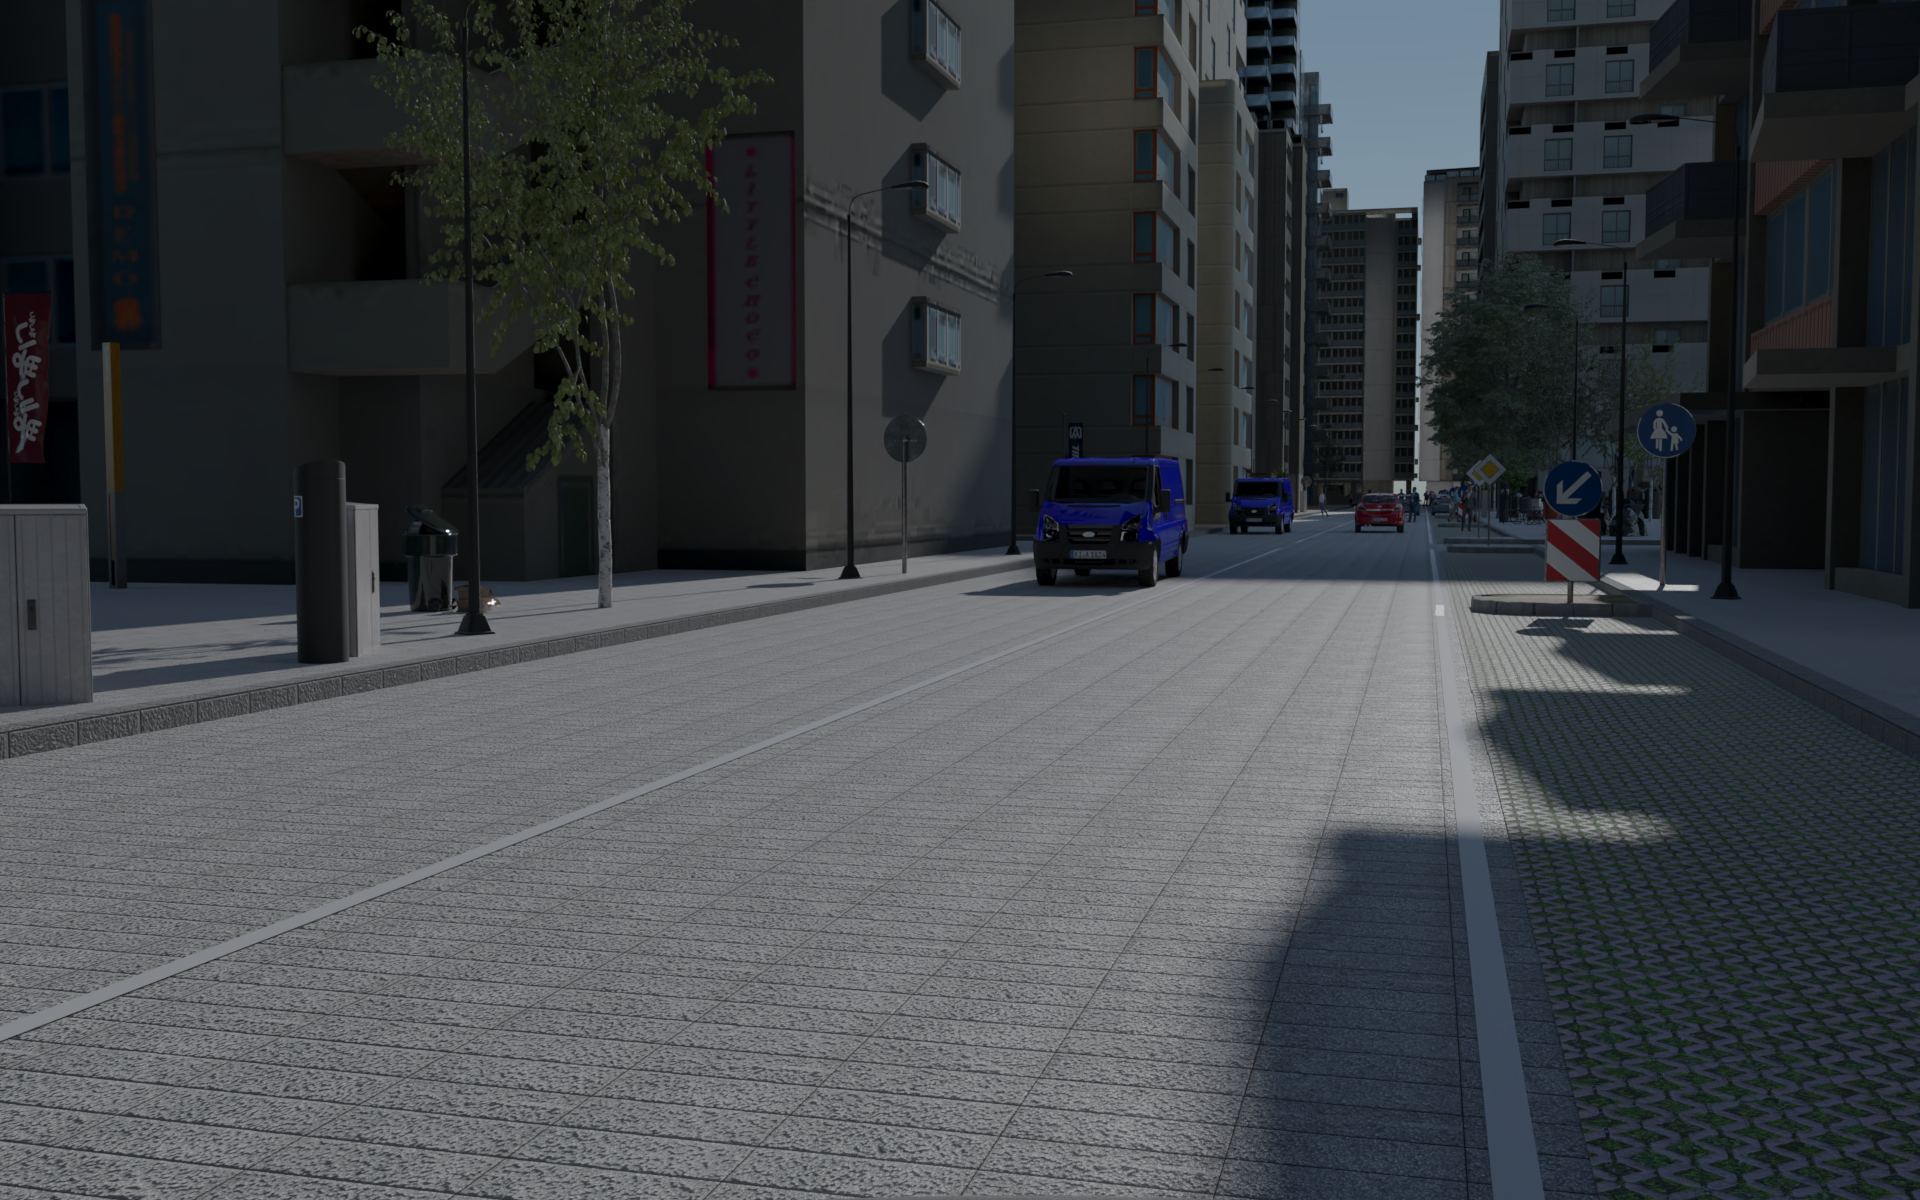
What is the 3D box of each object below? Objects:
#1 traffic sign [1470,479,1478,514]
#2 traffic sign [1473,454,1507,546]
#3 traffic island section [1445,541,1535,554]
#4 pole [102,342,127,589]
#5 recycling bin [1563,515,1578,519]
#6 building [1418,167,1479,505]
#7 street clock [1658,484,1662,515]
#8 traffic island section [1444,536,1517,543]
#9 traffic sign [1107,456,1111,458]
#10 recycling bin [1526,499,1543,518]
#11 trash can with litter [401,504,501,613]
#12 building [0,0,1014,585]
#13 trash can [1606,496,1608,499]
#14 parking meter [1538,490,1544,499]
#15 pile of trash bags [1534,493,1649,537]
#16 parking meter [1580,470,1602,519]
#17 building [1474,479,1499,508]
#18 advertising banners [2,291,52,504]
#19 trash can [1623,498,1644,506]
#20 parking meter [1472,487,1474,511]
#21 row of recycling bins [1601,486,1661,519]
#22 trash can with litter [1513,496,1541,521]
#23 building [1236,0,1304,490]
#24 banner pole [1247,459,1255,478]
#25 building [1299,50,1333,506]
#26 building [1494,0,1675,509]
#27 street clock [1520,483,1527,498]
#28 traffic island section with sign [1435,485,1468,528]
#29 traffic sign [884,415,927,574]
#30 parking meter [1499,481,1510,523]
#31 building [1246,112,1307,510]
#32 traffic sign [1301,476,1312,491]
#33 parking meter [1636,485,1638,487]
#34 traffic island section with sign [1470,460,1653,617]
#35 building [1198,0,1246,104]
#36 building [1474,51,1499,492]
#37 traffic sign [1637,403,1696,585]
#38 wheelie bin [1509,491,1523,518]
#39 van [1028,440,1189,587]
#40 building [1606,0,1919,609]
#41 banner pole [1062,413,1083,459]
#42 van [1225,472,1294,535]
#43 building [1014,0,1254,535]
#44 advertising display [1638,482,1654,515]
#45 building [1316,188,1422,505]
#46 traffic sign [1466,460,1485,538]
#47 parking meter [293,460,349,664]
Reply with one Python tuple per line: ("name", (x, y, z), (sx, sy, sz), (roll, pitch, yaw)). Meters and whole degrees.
("traffic sign", (33.594, -6.885, 112.679), (0.768, 2.556, 0.104), (1, 4, 19))
("traffic sign", (13.101, -2.399, 42.874), (0.795, 2.450, 0.064), (1, 4, 15))
("traffic island section", (13.126, -1.264, 42.945), (2.009, 0.180, 2.903), (1, 4, 15))
("pole", (-11.434, -1.809, 23.426), (0.158, 3.312, 0.155), (0, 3, 0))
("recycling bin", (23.650, -3.304, 66.566), (0.722, 1.027, 0.722), (0, 4, -1))
("building", (63.018, -32.191, 209.922), (14.086, 41.232, 14.154), (1, 4, 15))
("street clock", (43.422, -6.272, 107.109), (0.471, 2.002, 0.358), (1, 4, 11))
("traffic island section", (15.194, -1.736, 50.658), (2.009, 0.180, 2.903), (1, 4, 15))
("traffic sign", (3.886, -2.551, 45.356), (0.795, 2.450, 0.064), (1, 4, 15))
("recycling bin", (30.876, -4.925, 93.081), (0.722, 1.027, 0.722), (3, 4, 37))
("trash can with litter", (-5.568, -0.466, 18.999), (1.055, 1.170, 0.624), (1, 4, 10))
("building", (-11.572, -25.105, 34.171), (21.600, 48.544, 21.300), (1, 4, 15))
("trash can", (40.258, -5.839, 107.115), (0.748, 1.137, 0.748), (0, 3, 0))
("parking meter", (36.696, -6.177, 109.403), (0.372, 1.533, 0.369), (0, 3, 0))
("pile of trash bags", (19.546, -2.680, 53.576), (1.912, 1.369, 3.447), (-3, 5, -40))
("parking meter", (13.782, -1.964, 37.825), (0.399, 1.863, 0.255), (-1, 4, -9))
("building", (58.824, -44.090, 159.131), (20.563, 71.187, 20.611), (1, 4, 15))
("advertising banners", (-8.804, -1.167, 15.274), (2.074, 3.025, 0.090), (1, 4, 17))
("trash can", (22.653, -2.860, 58.410), (0.748, 1.137, 0.748), (0, 3, 0))
("parking meter", (35.656, -7.045, 120.901), (0.399, 1.863, 0.255), (-1, 4, -14))
("row of recycling bins", (34.727, -5.101, 90.506), (3.534, 1.692, 1.069), (2, 4, 25))
("trash can with litter", (27.862, -4.460, 83.981), (2.233, 1.210, 1.678), (0, 4, 6))
("building", (20.606, -51.634, 156.889), (22.319, 86.520, 31.000), (1, 4, 15))
("banner pole", (20.806, -8.203, 124.140), (0.863, 3.779, 0.401), (1, 4, 16))
("building", (25.003, -34.913, 190.428), (30.456, 49.044, 23.786), (1, 4, 15))
("building", (56.334, -33.382, 135.041), (28.713, 52.752, 27.495), (1, 4, 15))
("street clock", (37.381, -6.753, 114.979), (0.471, 2.002, 0.358), (3, 5, 44))
("traffic island section with sign", (21.582, -4.024, 74.418), (1.989, 1.847, 2.006), (1, 4, 15))
("traffic sign", (-0.898, -1.701, 27.910), (0.768, 2.556, 0.104), (1, 4, 23))
("parking meter", (24.493, -4.417, 77.923), (0.255, 1.863, 0.399), (-3, 4, -36))
("building", (19.280, -22.217, 134.956), (14.160, 30.474, 14.107), (1, 4, 15))
("traffic sign", (24.495, -7.493, 122.613), (0.768, 2.556, 0.104), (1, 4, 22))
("parking meter", (43.941, -6.507, 112.107), (0.399, 1.863, 0.255), (0, 4, 0))
("traffic island section with sign", (7.297, -0.765, 21.137), (1.989, 1.847, 2.006), (1, 4, 15))
("building", (3.629, -31.880, 110.473), (28.713, 52.752, 27.495), (1, 4, 15))
("building", (65.146, -34.021, 179.940), (21.300, 48.544, 21.600), (1, 4, 15))
("traffic sign", (9.885, -1.479, 24.290), (0.768, 2.556, 0.104), (1, 4, 21))
("wheelie bin", (29.976, -5.257, 93.864), (0.980, 1.594, 0.693), (2, 4, 27))
("van", (2.554, -1.486, 28.678), (2.240, 2.365, 5.245), (1, 4, 14))
("building", (22.055, -22.565, 23.555), (22.147, 44.769, 28.867), (1, 4, 15))
("banner pole", (3.409, -3.874, 53.357), (0.863, 3.779, 0.401), (-1, 4, -9))
("van", (11.018, -3.601, 63.259), (2.240, 2.365, 5.245), (1, 4, 16))
("building", (-3.406, -13.797, 70.621), (27.650, 21.520, 28.899), (1, 4, 15))
("advertising display", (36.548, -5.328, 92.334), (0.123, 1.923, 0.974), (-2, 4, -27))
("building", (46.867, -32.498, 223.224), (23.993, 40.220, 32.217), (1, 4, 15))
("traffic sign", (15.169, -2.871, 50.588), (0.795, 2.450, 0.064), (1, 4, 15))
("parking meter", (-4.870, -0.293, 13.207), (0.372, 1.533, 0.369), (0, 3, 0))
